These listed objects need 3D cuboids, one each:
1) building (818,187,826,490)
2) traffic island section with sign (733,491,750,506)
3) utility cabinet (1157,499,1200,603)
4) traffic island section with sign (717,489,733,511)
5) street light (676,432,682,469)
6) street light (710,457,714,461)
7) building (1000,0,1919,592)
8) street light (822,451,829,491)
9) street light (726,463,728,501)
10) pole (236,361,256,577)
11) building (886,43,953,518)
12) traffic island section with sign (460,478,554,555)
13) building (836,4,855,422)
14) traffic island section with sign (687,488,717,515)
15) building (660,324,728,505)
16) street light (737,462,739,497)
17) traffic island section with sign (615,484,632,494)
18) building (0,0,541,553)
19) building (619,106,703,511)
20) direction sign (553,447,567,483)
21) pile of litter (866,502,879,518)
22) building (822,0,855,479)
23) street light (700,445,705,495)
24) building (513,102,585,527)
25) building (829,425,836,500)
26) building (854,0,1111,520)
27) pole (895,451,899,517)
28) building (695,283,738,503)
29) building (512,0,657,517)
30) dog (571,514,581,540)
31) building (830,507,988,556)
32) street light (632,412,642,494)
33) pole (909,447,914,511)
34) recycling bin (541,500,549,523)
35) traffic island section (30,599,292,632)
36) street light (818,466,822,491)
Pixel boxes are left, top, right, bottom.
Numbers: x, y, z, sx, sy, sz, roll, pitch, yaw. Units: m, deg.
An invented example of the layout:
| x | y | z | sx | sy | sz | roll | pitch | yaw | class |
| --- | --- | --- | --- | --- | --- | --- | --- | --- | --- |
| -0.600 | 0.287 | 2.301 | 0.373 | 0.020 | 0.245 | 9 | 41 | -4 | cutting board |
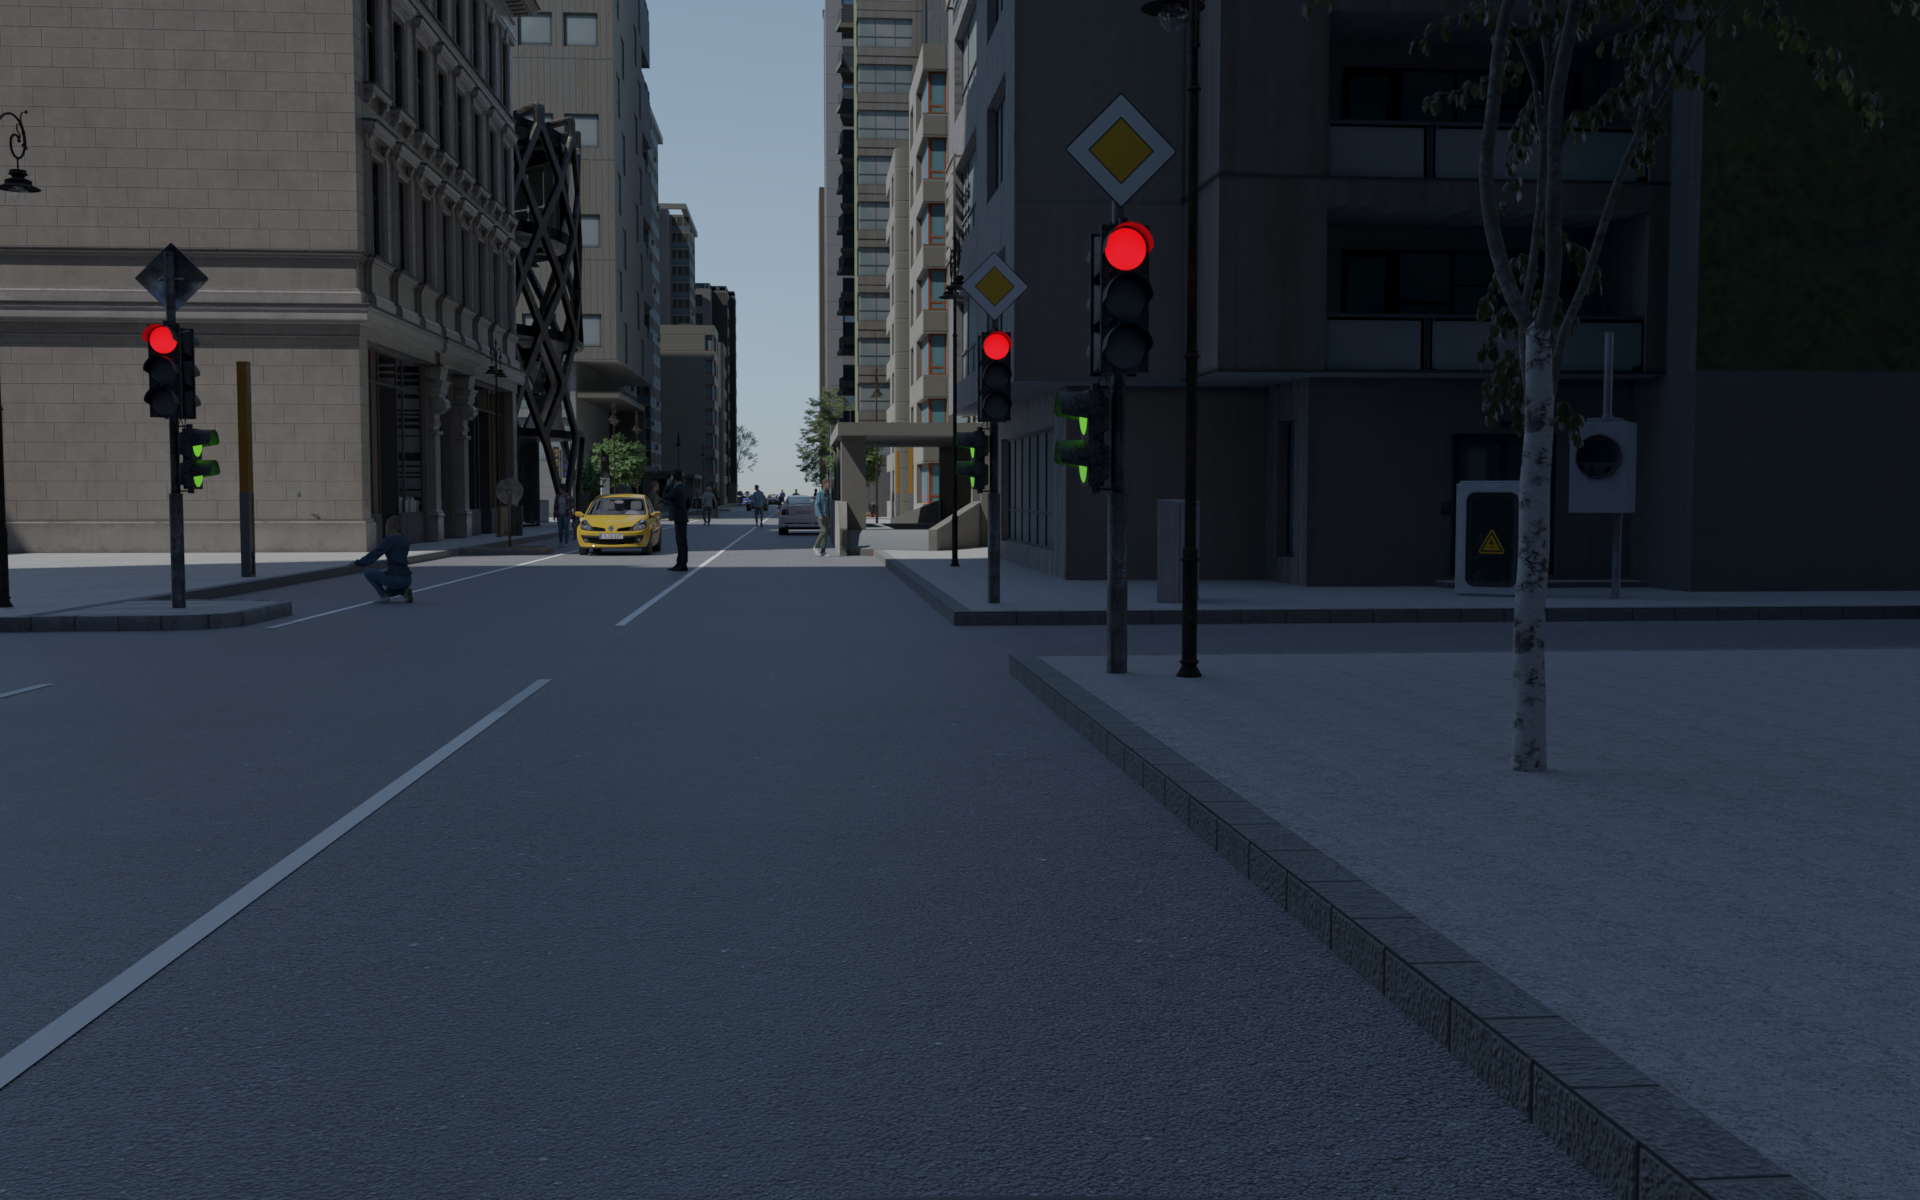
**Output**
| x | y | z | sx | sy | sz | roll | pitch | yaw | class |
| --- | --- | --- | --- | --- | --- | --- | --- | --- | --- |
| -13.091 | -36.461 | 246.244 | 14.600 | 45.320 | 14.200 | 0 | 4 | -5 | building |
| -25.493 | -11.790 | 201.396 | 1.989 | 1.847 | 2.006 | 0 | 4 | -5 | traffic island section with sign |
| 2.633 | -0.589 | 20.788 | 0.306 | 1.237 | 1.020 | 1 | 4 | 21 | utility cabinet |
| -20.380 | -8.375 | 145.561 | 1.989 | 1.847 | 2.006 | 0 | 4 | -5 | traffic island section with sign |
| -20.832 | -9.512 | 128.308 | 0.468 | 5.910 | 1.993 | 0 | 4 | -5 | street light |
| -25.486 | -12.582 | 178.506 | 0.468 | 5.910 | 1.993 | 0 | 4 | -5 | street light |
| 7.239 | -21.079 | 28.236 | 14.086 | 41.232 | 14.154 | 0 | 4 | -5 | building |
| -14.608 | -13.248 | 189.386 | 0.468 | 5.910 | 1.993 | 0 | 4 | -5 | street light |
| -28.434 | -14.595 | 211.423 | 0.468 | 5.910 | 1.993 | 0 | 4 | -5 | street light |
| -11.021 | -2.012 | 26.732 | 0.158 | 3.312 | 0.155 | 0 | 3 | 0 | pole |
| 11.028 | -14.517 | 82.389 | 27.650 | 21.520 | 28.899 | 0 | 4 | -5 | building |
| -10.865 | -2.024 | 41.717 | 1.989 | 1.847 | 2.006 | 0 | 4 | -5 | traffic island section with sign |
| 2.252 | -28.804 | 125.571 | 22.147 | 44.769 | 28.867 | 0 | 4 | -5 | building |
| -17.923 | -6.733 | 118.718 | 1.989 | 1.847 | 2.006 | 0 | 4 | -5 | traffic island section with sign |
| -40.217 | -21.133 | 190.571 | 27.650 | 21.520 | 28.899 | 0 | 4 | -5 | building |
| -31.299 | -16.560 | 243.536 | 0.468 | 5.910 | 1.993 | 0 | 4 | -5 | street light |
| -13.350 | -3.684 | 68.857 | 1.989 | 1.847 | 2.006 | 0 | 4 | -5 | traffic island section with sign |
| -17.586 | -11.468 | 38.409 | 10.553 | 20.767 | 40.483 | 0 | 4 | -5 | building |
| -39.945 | -28.372 | 155.766 | 32.217 | 40.220 | 23.993 | 0 | 4 | -5 | building |
| -19.098 | -5.561 | 82.914 | 0.876 | 3.537 | 0.379 | 1 | 4 | 20 | direction sign |
| -5.032 | -4.955 | 94.979 | 1.176 | 0.858 | 1.719 | -1 | 4 | -9 | pile of litter |
| -5.184 | -40.296 | 200.844 | 21.231 | 58.520 | 28.212 | 0 | 4 | -5 | building |
| -23.784 | -11.476 | 160.413 | 0.468 | 5.910 | 1.993 | 0 | 4 | -5 | street light |
| -23.296 | -12.184 | 66.663 | 16.820 | 18.784 | 16.811 | 0 | 4 | -5 | building |
| -0.382 | -51.468 | 154.178 | 22.319 | 86.520 | 31.000 | 0 | 4 | -5 | building |
| 0.630 | -25.713 | 104.005 | 14.154 | 41.232 | 14.086 | 0 | 4 | -5 | building |
| -2.962 | -5.389 | 81.946 | 0.158 | 3.312 | 0.155 | 0 | 3 | 0 | pole |
| -37.775 | -28.425 | 236.452 | 14.160 | 30.474 | 14.107 | 0 | 4 | -5 | building |
| -33.382 | -31.591 | 105.744 | 28.713 | 52.752 | 27.495 | 0 | 4 | -5 | building |
| -11.867 | -2.298 | 54.405 | 0.800 | 0.831 | 0.513 | 1 | 4 | 18 | dog |
| 12.608 | -21.747 | 47.437 | 32.217 | 40.220 | 23.993 | 0 | 4 | -5 | building |
| -17.917 | -7.548 | 96.199 | 0.468 | 5.910 | 1.993 | 0 | 4 | -5 | street light |
| -1.902 | -4.507 | 67.526 | 0.158 | 3.312 | 0.155 | 0 | 3 | 0 | pole |
| -18.973 | -3.995 | 77.875 | 0.722 | 1.027 | 0.722 | 3 | 5 | 40 | recycling bin |
| -8.834 | 0.167 | 19.548 | 2.009 | 0.180 | 2.903 | 0 | 4 | -5 | traffic island section |
| -17.518 | -15.212 | 221.495 | 0.468 | 5.910 | 1.993 | 0 | 4 | -5 | street light |
